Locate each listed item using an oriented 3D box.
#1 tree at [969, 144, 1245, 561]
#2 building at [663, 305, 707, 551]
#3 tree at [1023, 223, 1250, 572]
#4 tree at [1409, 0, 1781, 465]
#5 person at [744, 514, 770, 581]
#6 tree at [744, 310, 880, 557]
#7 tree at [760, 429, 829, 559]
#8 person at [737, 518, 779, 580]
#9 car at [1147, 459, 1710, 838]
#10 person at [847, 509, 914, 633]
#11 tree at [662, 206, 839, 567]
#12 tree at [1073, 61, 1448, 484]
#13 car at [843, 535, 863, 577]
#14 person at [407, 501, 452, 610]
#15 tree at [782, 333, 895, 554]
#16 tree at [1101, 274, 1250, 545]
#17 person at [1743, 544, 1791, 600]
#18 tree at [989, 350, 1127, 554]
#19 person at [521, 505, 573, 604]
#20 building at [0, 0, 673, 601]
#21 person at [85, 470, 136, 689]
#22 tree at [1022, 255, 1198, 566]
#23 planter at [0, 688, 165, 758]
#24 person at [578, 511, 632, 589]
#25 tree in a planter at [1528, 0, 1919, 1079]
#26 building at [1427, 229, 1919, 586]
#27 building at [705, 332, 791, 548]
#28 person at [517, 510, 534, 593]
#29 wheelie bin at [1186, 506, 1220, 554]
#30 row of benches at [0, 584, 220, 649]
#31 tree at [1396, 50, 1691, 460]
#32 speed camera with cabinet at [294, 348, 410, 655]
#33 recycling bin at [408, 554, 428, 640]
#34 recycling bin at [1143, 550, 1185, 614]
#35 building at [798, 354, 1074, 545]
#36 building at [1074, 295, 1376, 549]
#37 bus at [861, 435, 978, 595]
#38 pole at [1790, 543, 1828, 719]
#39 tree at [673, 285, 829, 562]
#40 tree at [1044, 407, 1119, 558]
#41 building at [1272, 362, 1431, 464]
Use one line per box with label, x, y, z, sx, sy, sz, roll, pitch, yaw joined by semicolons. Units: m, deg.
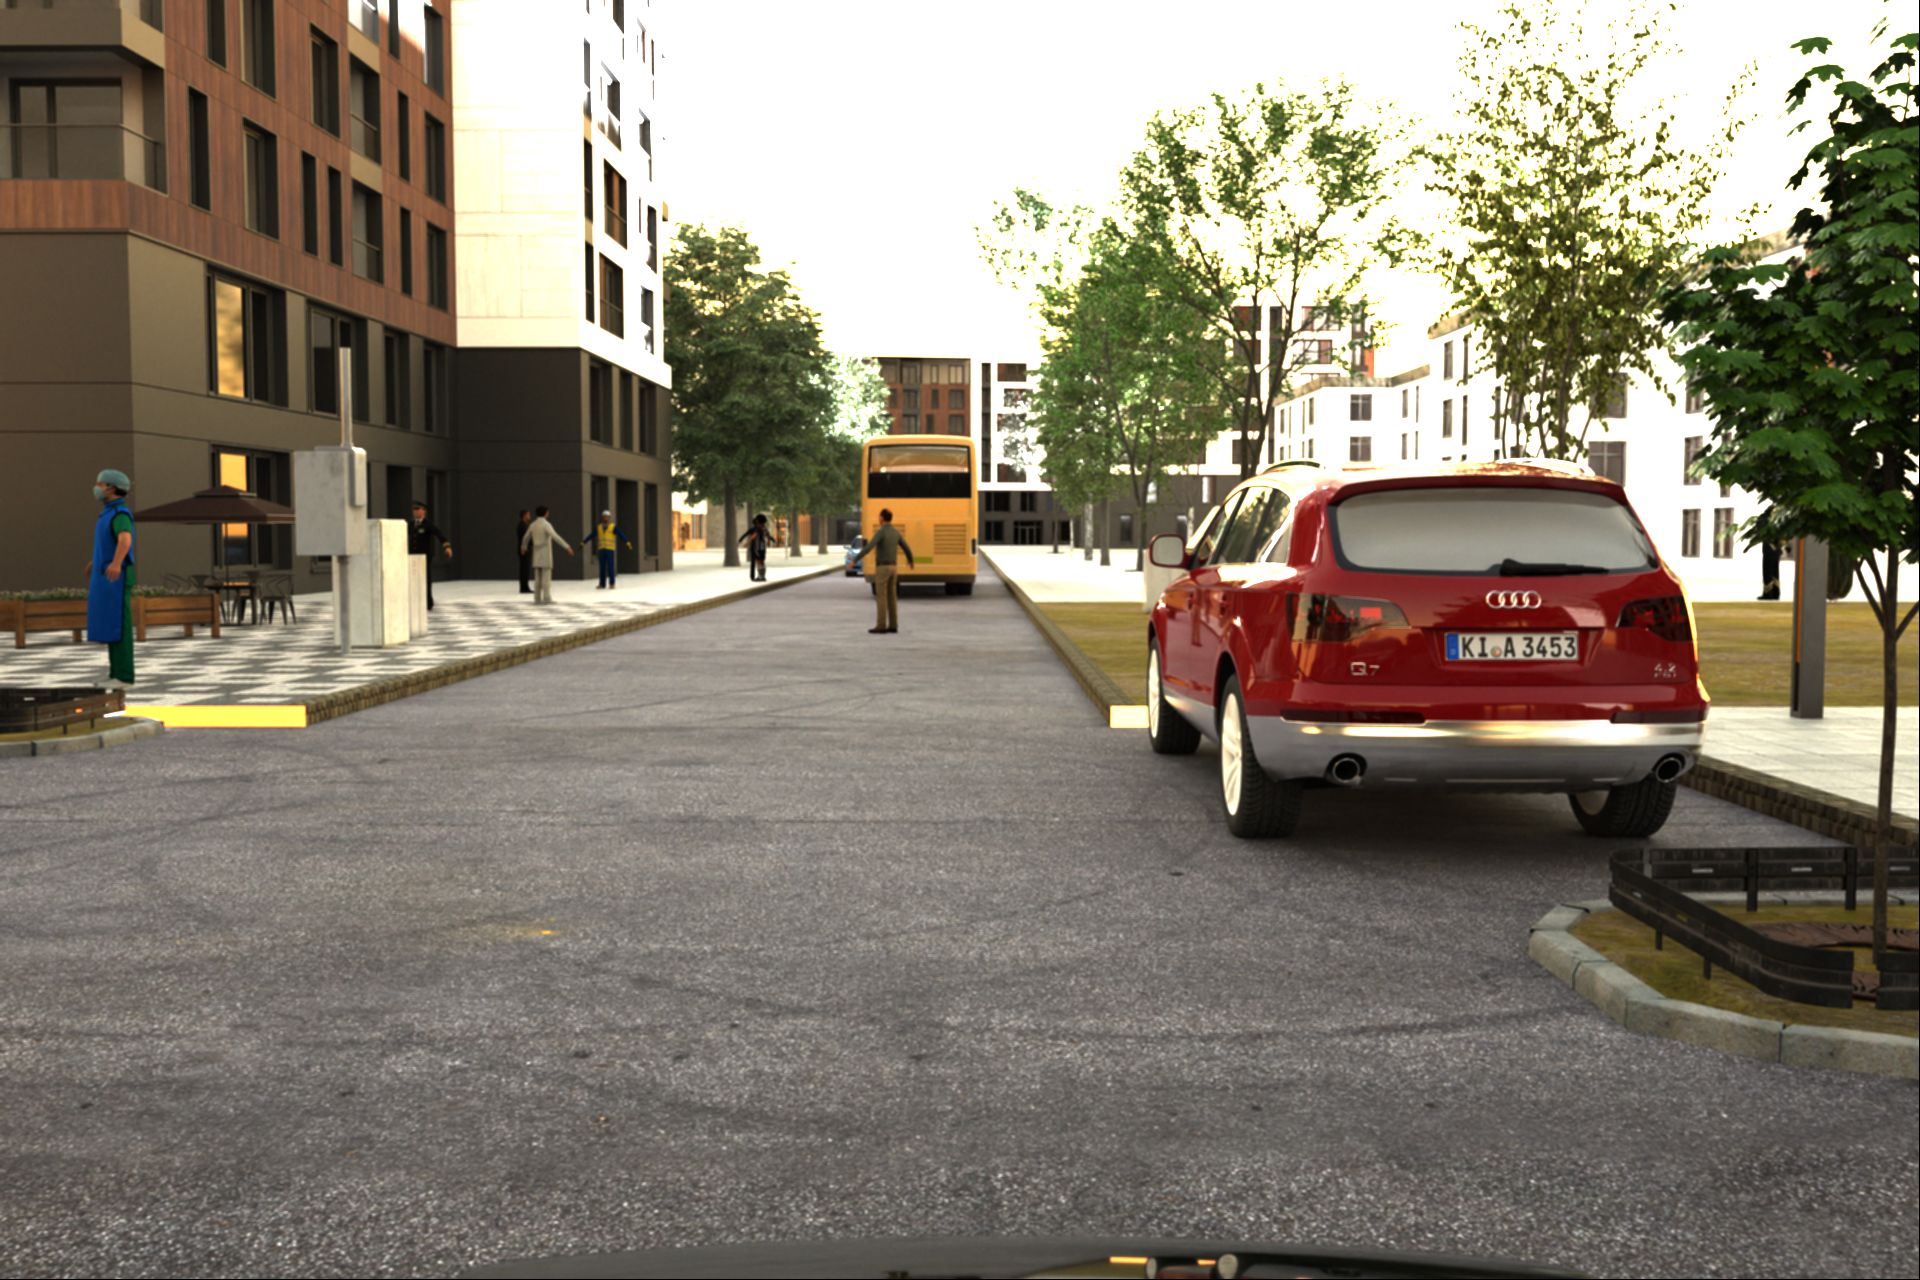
tree;7.574;-13.856;82.439;12.611;20.169;13.585;0;3;0
building;-26.375;-16.905;132.812;16.016;20.090;11.380;0;4;0
tree;6.124;-8.137;58.788;9.928;11.665;9.643;0;3;0
tree;7.806;-4.369;21.801;4.737;8.622;4.395;0;3;0
person;-5.434;-2.496;46.947;0.704;1.843;1.345;1;4;22
tree;-9.350;-11.698;97.923;9.857;13.997;8.962;0;3;0
tree;-8.863;-8.390;87.541;4.360;8.622;3.978;0;3;0
person;-5.641;-2.541;48.269;1.216;1.740;0.721;1;4;9
car;2.275;-0.064;9.716;2.281;1.827;5.304;0;4;0
person;-1.092;-1.001;25.099;0.705;1.796;1.348;3;5;42
tree;-8.943;-9.855;67.784;9.857;13.997;8.962;0;3;0
tree;6.509;-6.886;38.342;9.928;11.665;9.643;0;3;0
car;-2.985;-2.916;59.674;2.014;1.417;4.499;0;4;0
person;-9.102;-1.421;29.166;1.347;1.837;0.705;1;4;18
tree;-8.888;-12.479;110.691;9.857;13.997;8.962;0;3;0
tree;6.503;-5.975;48.061;4.360;8.622;3.978;0;3;0
person;15.761;-1.707;33.690;1.354;1.856;0.705;-2;4;-29
tree;6.357;-12.382;112.822;12.009;13.543;11.850;0;3;0
person;-7.662;-1.573;31.901;1.347;1.806;0.705;2;4;35
building;-24.342;-12.307;45.199;27.936;21.610;32.646;0;4;1
person;-7.083;-0.509;14.449;0.704;1.817;1.347;-2;4;-34
tree;6.074;-9.246;69.301;7.486;12.596;7.792;0;3;0
planter;-6.715;0.561;11.969;1.991;0.319;1.994;0;4;0
person;-8.343;-2.132;40.825;1.349;1.833;0.705;1;4;13
tree in a planter;2.924;-0.500;5.403;1.991;3.239;1.994;0;3;0
building;23.321;-6.965;56.029;9.099;9.664;28.070;0;4;0
building;-26.297;-20.566;167.182;19.493;23.208;18.063;0;3;0
person;-9.425;-1.921;37.633;0.704;1.802;1.346;-2;4;-26
wheelie bin;2.895;-0.703;19.400;0.693;1.594;0.980;0;4;-1
row of benches;-10.523;-0.268;19.845;1.422;0.672;4.104;2;4;33
tree;9.056;-4.705;27.293;4.737;8.622;4.395;0;3;0
speed camera with cabinet;-6.720;-1.519;19.175;0.660;3.252;2.038;0;4;0
recycling bin;-7.016;-0.536;21.313;0.722;1.027;0.722;0;4;-1
recycling bin;3.345;-0.944;27.996;0.722;1.027;0.722;0;4;1
building;-2.556;-22.168;208.874;32.646;21.610;27.936;-1;4;-9
building;24.644;-19.616;164.689;27.936;21.610;32.646;0;4;1
bus;-0.901;-3.175;43.454;2.896;3.916;12.252;0;4;0
pole;5.915;-1.111;12.002;0.158;3.312;0.155;0;3;0
tree;-10.066;-9.880;79.661;7.486;12.596;7.792;0;3;0
tree;5.936;-8.786;94.014;4.360;8.622;3.978;0;3;0
building;23.667;-9.179;92.218;9.099;9.664;28.070;0;3;0
